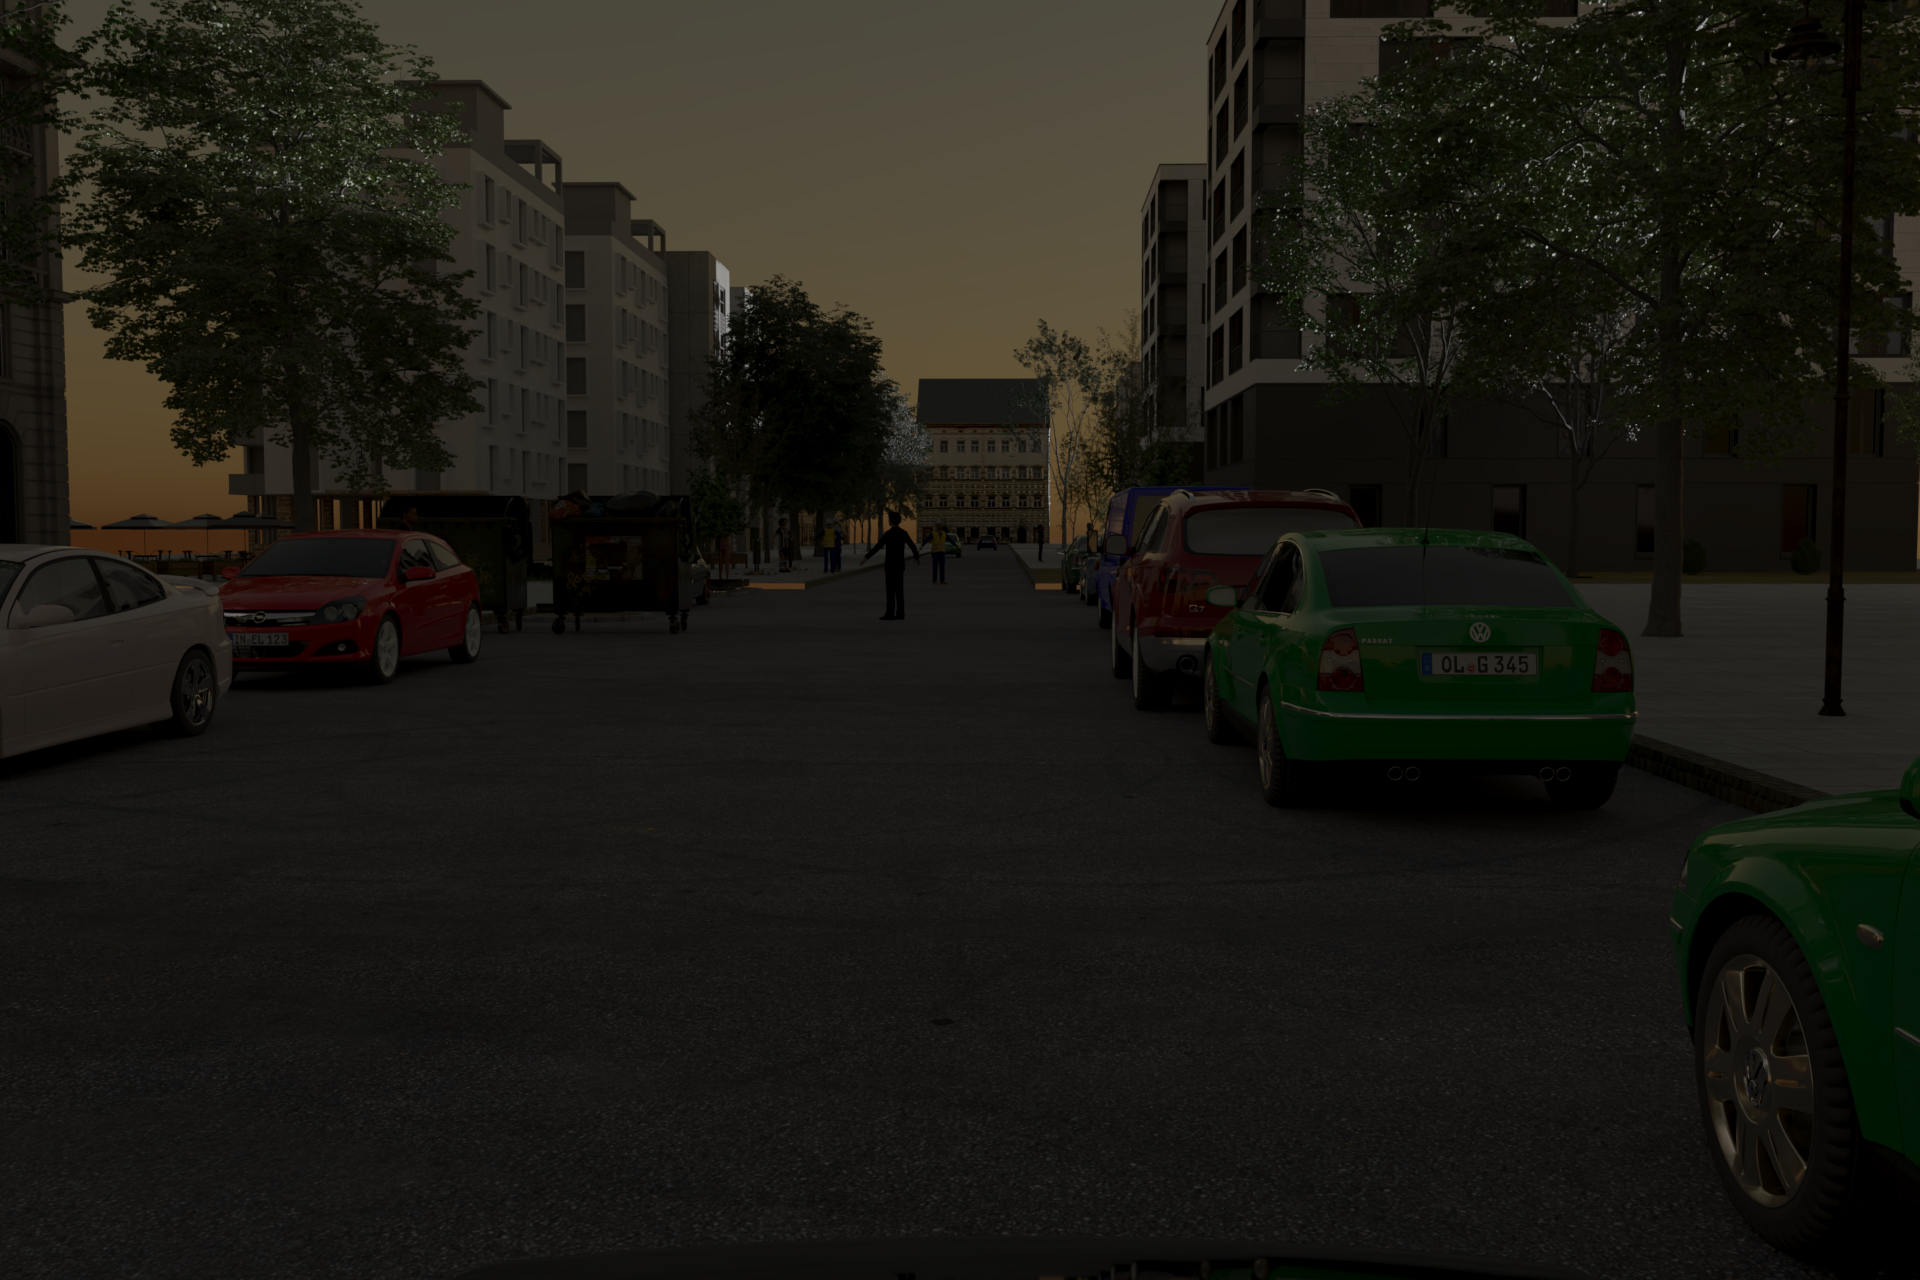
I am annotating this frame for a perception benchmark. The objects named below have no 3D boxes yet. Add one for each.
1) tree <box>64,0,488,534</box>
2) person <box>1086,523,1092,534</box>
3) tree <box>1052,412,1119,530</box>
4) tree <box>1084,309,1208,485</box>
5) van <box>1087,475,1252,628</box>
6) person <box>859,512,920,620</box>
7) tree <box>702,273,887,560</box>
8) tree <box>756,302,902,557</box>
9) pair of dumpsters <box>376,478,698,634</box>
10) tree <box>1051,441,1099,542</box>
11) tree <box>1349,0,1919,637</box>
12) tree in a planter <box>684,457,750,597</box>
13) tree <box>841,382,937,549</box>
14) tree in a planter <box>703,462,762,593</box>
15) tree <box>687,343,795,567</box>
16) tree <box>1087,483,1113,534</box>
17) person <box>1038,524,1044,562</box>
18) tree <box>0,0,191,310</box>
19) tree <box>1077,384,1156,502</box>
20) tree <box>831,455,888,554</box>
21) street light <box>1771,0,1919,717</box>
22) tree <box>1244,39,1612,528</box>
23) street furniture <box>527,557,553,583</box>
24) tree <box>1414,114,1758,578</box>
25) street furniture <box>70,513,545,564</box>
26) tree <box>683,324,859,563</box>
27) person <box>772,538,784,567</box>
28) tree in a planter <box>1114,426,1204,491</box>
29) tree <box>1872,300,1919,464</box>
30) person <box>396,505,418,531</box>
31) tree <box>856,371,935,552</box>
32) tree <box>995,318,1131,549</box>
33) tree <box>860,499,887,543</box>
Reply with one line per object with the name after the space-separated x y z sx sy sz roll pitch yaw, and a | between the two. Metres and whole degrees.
-12.864 -6.993 32.455 7.486 12.596 7.792 0 3 0 | tree
5.961 -4.539 80.334 0.705 1.813 1.348 2 4 23 | person
8.120 -9.392 103.914 4.360 8.622 3.978 0 3 0 | tree
6.168 -6.494 56.539 4.360 8.622 3.978 0 3 0 | tree
3.002 -1.235 24.581 2.240 2.365 5.245 0 4 1 | van
-1.115 -1.242 28.950 0.705 1.806 1.347 3 5 44 | person
-8.094 -10.890 84.714 9.857 13.997 8.962 0 3 0 | tree
-7.915 -11.613 96.533 9.857 13.997 8.962 0 3 0 | tree
-6.113 -1.236 25.154 4.436 2.255 1.574 0 4 1 | pair of dumpsters
8.547 -11.108 131.977 4.360 8.622 3.978 0 3 0 | tree
8.864 -6.339 21.771 7.486 12.596 7.792 0 3 0 | tree
-5.965 -2.631 40.246 1.991 3.239 1.994 0 4 2 | tree in a planter
-6.739 -14.534 144.284 9.857 13.997 8.962 0 3 0 | tree
-5.958 -2.789 42.829 1.991 3.239 1.994 0 4 2 | tree in a planter
-8.803 -7.132 66.965 4.360 8.622 3.978 0 3 0 | tree
19.638 -17.694 239.656 4.737 8.622 4.395 0 3 0 | tree
3.809 -4.489 80.115 0.721 1.740 1.216 0 4 1 | person
-11.832 -5.638 17.943 9.928 11.665 9.643 0 3 0 | tree
7.828 -8.208 84.568 4.737 8.622 4.395 0 3 0 | tree
-6.755 -9.853 111.461 4.737 8.622 4.395 0 3 0 | tree
6.175 -2.403 12.083 0.468 5.910 1.993 0 4 1 | street light
9.858 -6.803 36.990 9.928 11.665 9.643 0 3 0 | tree
-12.806 -1.897 46.641 10.072 0.657 5.734 -2 4 -34 | street furniture
18.014 -8.549 50.148 12.009 13.543 11.850 0 3 0 | tree
-28.018 -3.455 61.520 27.439 1.986 14.083 -1 4 -8 | street furniture
-8.400 -8.670 76.175 8.767 10.594 7.601 1 4 8 | tree
-7.103 -3.614 68.350 0.599 1.433 0.991 2 4 30 | person
3.383 -1.931 28.802 1.991 3.239 1.994 0 4 2 | tree in a planter
28.085 -6.044 49.189 4.737 8.622 4.395 0 3 0 | tree
-7.009 -0.821 22.106 0.704 1.802 1.346 0 4 -3 | person
-6.540 -13.231 126.691 12.009 13.543 11.850 0 3 0 | tree
9.085 -18.051 151.028 12.611 20.169 13.585 0 3 0 | tree
-13.844 -19.368 242.426 9.928 11.665 9.643 0 3 0 | tree
